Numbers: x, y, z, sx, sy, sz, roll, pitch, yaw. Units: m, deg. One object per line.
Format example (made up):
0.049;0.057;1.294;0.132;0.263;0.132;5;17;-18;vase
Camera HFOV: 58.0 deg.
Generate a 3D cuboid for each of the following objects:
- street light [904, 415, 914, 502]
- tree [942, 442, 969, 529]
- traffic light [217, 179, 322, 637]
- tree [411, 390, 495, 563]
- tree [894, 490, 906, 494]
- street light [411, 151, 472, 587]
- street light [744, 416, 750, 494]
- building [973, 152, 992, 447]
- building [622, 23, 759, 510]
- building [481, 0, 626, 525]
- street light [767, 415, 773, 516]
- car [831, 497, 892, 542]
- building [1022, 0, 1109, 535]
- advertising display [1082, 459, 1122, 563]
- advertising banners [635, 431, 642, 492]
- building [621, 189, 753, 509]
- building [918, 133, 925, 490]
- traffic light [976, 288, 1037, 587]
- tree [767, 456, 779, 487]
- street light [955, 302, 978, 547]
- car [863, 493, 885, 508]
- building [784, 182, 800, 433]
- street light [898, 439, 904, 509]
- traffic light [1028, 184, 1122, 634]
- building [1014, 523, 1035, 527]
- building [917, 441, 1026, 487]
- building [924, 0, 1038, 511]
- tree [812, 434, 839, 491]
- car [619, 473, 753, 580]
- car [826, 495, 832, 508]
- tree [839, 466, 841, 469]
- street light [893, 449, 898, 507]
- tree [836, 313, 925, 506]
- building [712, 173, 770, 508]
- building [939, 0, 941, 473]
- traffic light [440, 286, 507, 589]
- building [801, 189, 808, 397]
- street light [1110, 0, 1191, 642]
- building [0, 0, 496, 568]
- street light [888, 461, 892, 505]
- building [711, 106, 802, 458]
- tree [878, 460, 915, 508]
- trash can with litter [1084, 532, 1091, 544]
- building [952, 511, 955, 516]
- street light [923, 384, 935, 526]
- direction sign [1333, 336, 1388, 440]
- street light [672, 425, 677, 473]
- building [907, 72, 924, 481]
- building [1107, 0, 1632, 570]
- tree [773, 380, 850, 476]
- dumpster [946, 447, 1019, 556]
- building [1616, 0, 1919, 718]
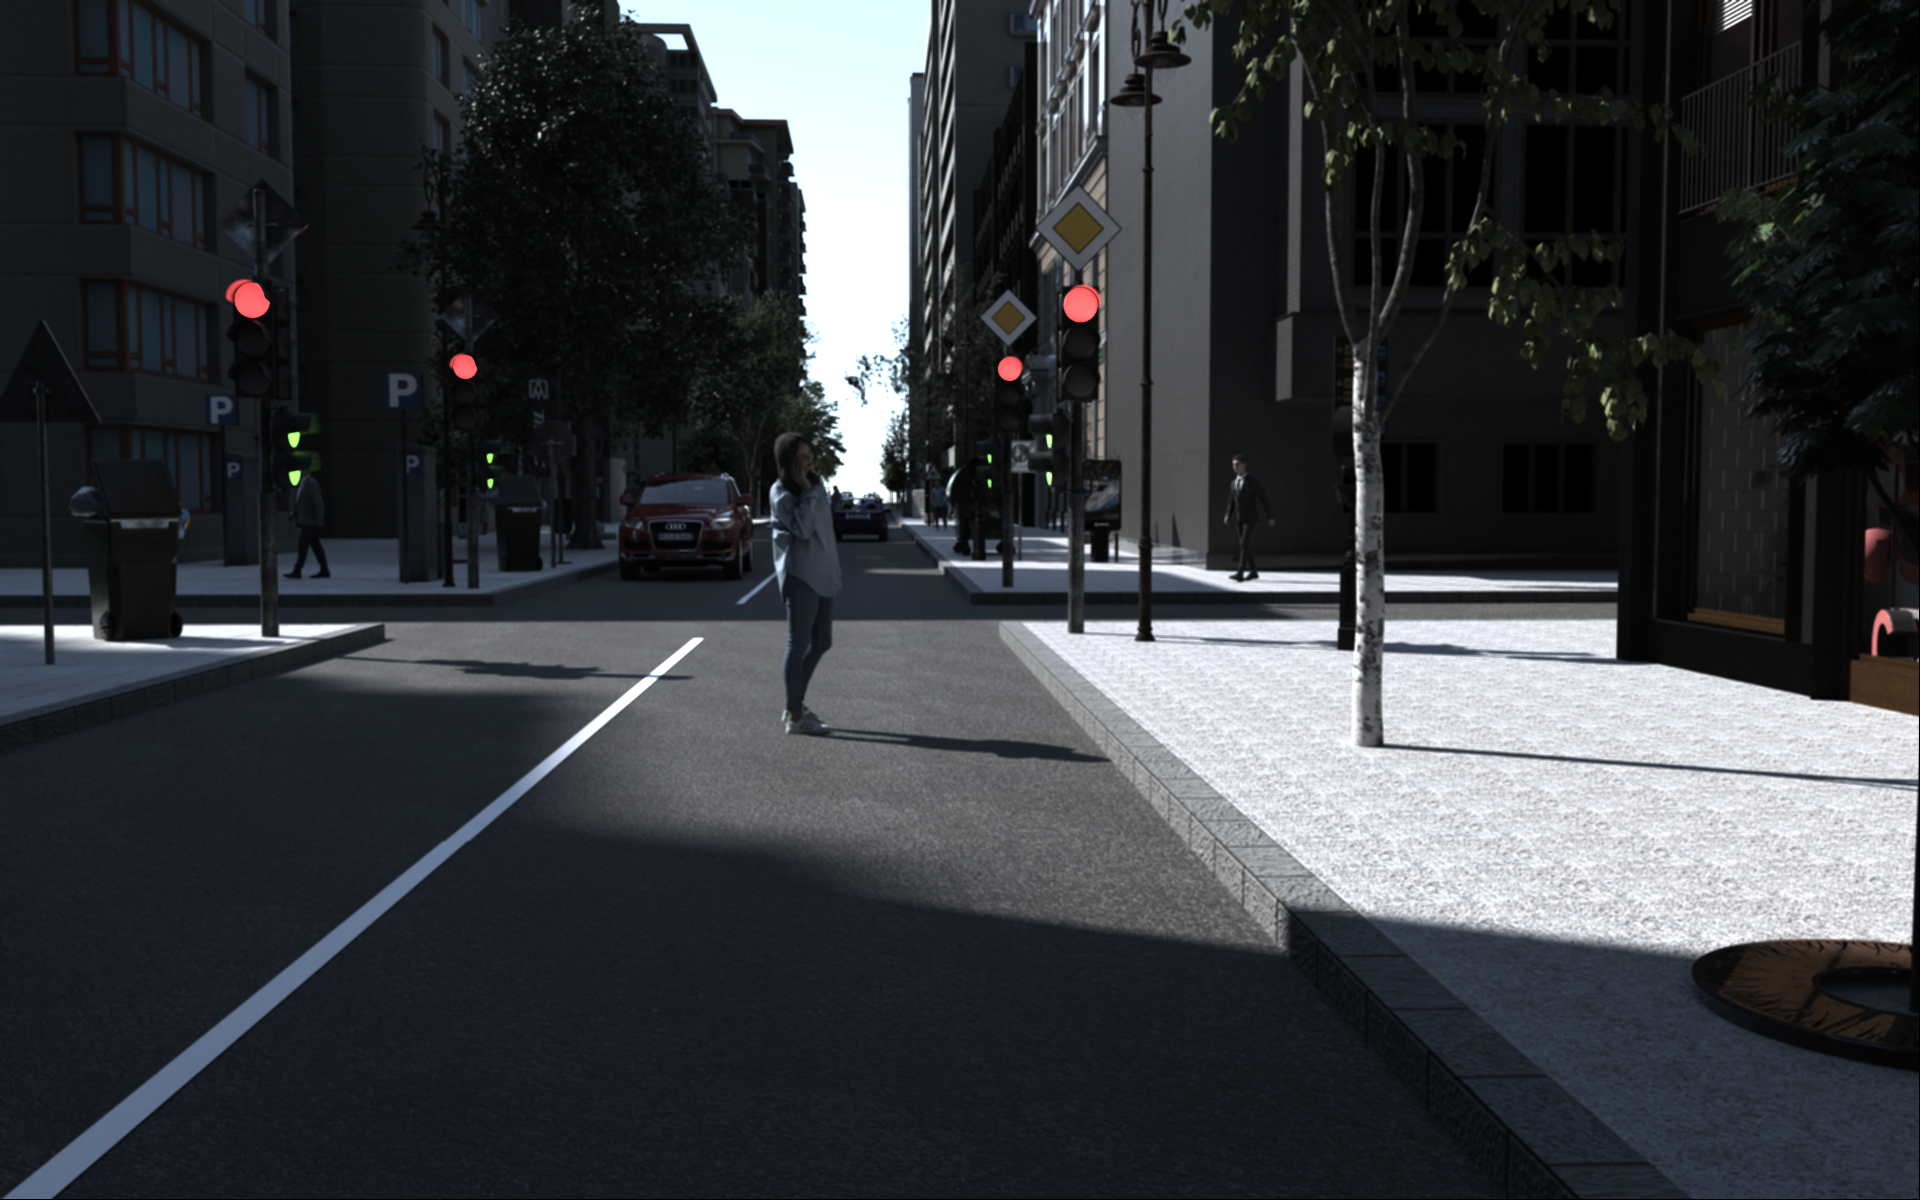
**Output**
-2.797;-7.693;98.571;0.468;5.910;1.993;0;4;-3;street light
0.093;-4.262;64.283;1.663;3.219;1.824;0;3;0;tree
-6.199;-1.625;15.492;0.839;4.253;0.868;0;4;-3;traffic light
-9.708;-2.297;32.163;1.663;3.219;1.824;0;3;0;tree
-5.562;-10.450;165.453;1.663;3.219;1.824;0;3;0;tree
-7.086;-3.123;23.844;0.468;5.910;1.993;0;4;-3;street light
-9.981;-6.580;80.368;0.468;5.910;1.993;0;4;-3;street light
7.315;-16.009;91.419;12.332;23.373;15.834;0;4;-3;building
-32.672;-27.312;138.440;32.217;40.220;23.993;0;4;-3;building
-22.223;-18.405;72.617;14.160;30.474;14.107;0;4;-3;building
-11.094;-7.838;100.938;0.468;5.910;1.993;0;4;-3;street light
-3.091;-2.501;53.477;1.945;1.354;3.894;0;4;-2;car
9.604;-16.569;56.812;13.634;28.700;20.117;0;4;-3;building
2.628;-1.668;32.489;0.974;1.923;0.123;-3;4;-37;advertising display
-8.625;-3.115;47.126;0.090;3.025;2.074;-1;4;-21;advertising banners
-28.222;-16.342;112.232;27.650;21.520;28.899;0;4;-3;building
2.223;-31.540;199.271;14.154;41.232;14.086;0;4;-3;building
0.643;-2.137;23.853;0.839;4.253;0.868;0;4;-3;traffic light
-13.563;-9.113;132.708;4.285;4.588;4.351;0;3;0;tree
0.152;-4.219;41.769;0.468;5.910;1.993;0;4;-3;street light
-6.632;-7.372;130.119;1.945;1.707;3.694;0;4;-3;car
-27.687;-32.814;220.095;14.154;41.232;14.086;0;4;-3;building
-3.783;-8.879;117.954;0.468;5.910;1.993;0;4;-3;street light
1.052;-1.649;15.878;0.839;4.253;0.868;0;4;-3;traffic light
8.207;-14.996;74.869;12.332;23.373;15.834;0;4;-3;building
10.656;-32.225;218.762;32.217;40.220;23.993;0;4;-3;building
7.665;-32.879;161.266;21.300;48.544;21.600;0;4;-3;building
-16.559;-15.141;197.919;4.360;8.622;3.978;0;3;0;tree
-4.782;-1.346;30.676;2.281;1.827;5.304;0;4;-4;car
-10.056;-7.559;135.956;2.083;1.381;4.827;0;4;-5;car
-18.672;-18.078;245.942;4.360;8.622;3.978;0;3;0;tree
-5.197;-10.624;146.482;0.468;5.910;1.993;0;4;-3;street light
-6.855;-20.094;184.429;12.611;20.169;13.585;0;3;0;tree
-24.791;-23.650;158.378;14.160;30.474;14.107;0;4;-3;building
12.264;-33.483;136.679;28.713;52.752;27.495;0;4;-3;building
-6.608;-2.113;23.466;0.839;4.253;0.868;0;4;-3;traffic light
-32.553;-35.876;241.203;22.147;44.769;28.867;0;4;-3;building
1.616;-2.579;14.959;0.468;5.910;1.993;0;4;-3;street light
-28.767;-12.112;43.069;27.650;21.520;28.899;0;4;-3;building
-6.745;-12.369;175.026;0.468;5.910;1.993;0;4;-3;street light
-30.186;-33.238;198.058;22.147;44.769;28.867;0;4;-3;building
-5.869;-10.843;161.000;4.285;4.588;4.351;0;3;0;tree
3.429;-2.037;44.692;1.055;1.170;0.624;-3;5;-40;trash can with litter
9.791;-29.841;111.603;21.300;48.544;21.600;0;4;-3;building
-1.251;-5.949;70.060;0.468;5.910;1.993;0;4;-3;street light
5.782;-2.023;25.069;0.876;3.537;0.379;-1;4;-20;direction sign
-8.601;-4.853;52.138;0.468;5.910;1.993;0;4;-3;street light
3.244;-42.931;243.912;21.231;58.520;28.212;0;4;-3;building
15.725;-14.717;34.132;24.014;27.812;14.314;0;4;-3;building
-14.823;-15.511;171.729;7.486;12.596;7.792;0;3;0;tree
0.495;-2.093;36.718;1.502;2.255;1.985;0;4;-3;dumpster
11.657;-10.736;5.208;12.332;23.373;15.834;0;4;-3;building
